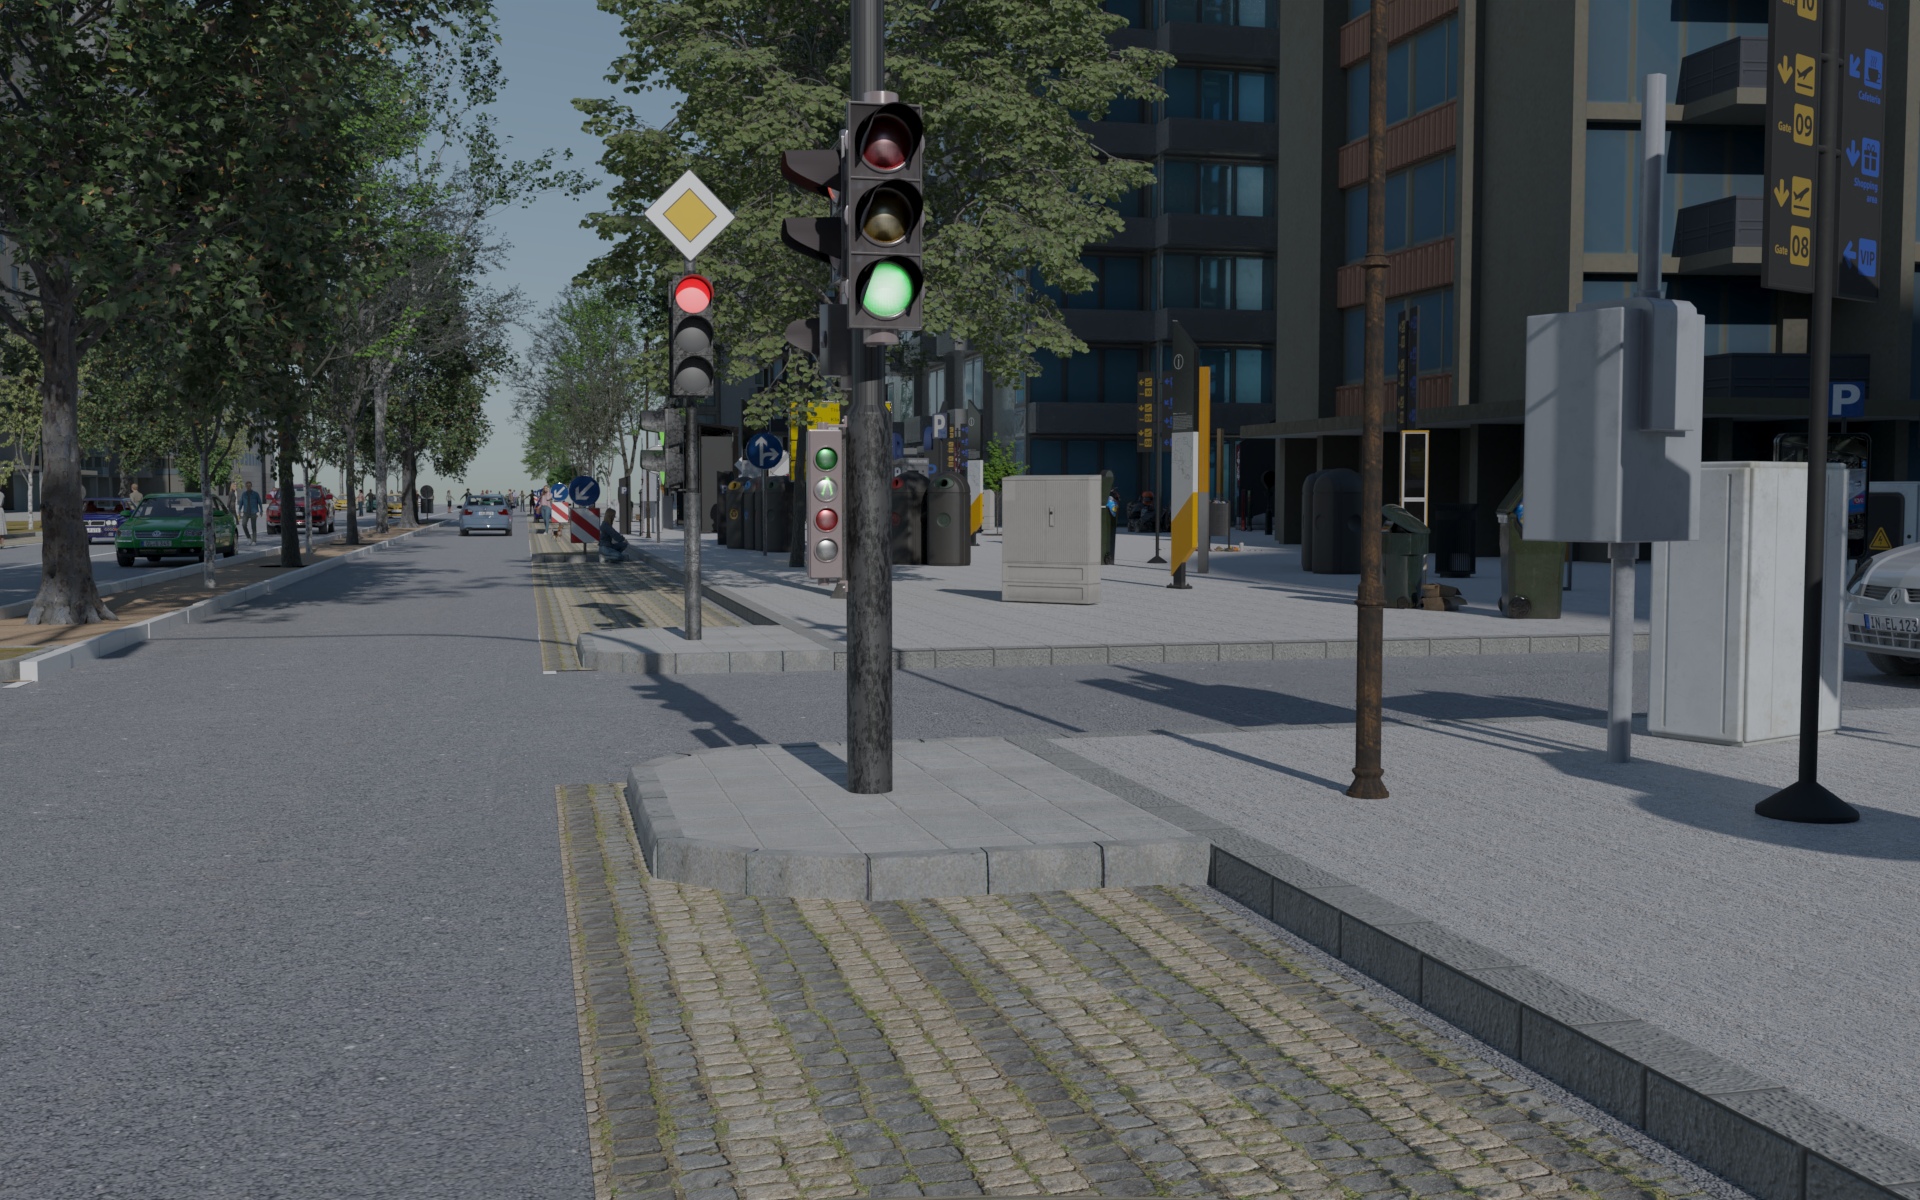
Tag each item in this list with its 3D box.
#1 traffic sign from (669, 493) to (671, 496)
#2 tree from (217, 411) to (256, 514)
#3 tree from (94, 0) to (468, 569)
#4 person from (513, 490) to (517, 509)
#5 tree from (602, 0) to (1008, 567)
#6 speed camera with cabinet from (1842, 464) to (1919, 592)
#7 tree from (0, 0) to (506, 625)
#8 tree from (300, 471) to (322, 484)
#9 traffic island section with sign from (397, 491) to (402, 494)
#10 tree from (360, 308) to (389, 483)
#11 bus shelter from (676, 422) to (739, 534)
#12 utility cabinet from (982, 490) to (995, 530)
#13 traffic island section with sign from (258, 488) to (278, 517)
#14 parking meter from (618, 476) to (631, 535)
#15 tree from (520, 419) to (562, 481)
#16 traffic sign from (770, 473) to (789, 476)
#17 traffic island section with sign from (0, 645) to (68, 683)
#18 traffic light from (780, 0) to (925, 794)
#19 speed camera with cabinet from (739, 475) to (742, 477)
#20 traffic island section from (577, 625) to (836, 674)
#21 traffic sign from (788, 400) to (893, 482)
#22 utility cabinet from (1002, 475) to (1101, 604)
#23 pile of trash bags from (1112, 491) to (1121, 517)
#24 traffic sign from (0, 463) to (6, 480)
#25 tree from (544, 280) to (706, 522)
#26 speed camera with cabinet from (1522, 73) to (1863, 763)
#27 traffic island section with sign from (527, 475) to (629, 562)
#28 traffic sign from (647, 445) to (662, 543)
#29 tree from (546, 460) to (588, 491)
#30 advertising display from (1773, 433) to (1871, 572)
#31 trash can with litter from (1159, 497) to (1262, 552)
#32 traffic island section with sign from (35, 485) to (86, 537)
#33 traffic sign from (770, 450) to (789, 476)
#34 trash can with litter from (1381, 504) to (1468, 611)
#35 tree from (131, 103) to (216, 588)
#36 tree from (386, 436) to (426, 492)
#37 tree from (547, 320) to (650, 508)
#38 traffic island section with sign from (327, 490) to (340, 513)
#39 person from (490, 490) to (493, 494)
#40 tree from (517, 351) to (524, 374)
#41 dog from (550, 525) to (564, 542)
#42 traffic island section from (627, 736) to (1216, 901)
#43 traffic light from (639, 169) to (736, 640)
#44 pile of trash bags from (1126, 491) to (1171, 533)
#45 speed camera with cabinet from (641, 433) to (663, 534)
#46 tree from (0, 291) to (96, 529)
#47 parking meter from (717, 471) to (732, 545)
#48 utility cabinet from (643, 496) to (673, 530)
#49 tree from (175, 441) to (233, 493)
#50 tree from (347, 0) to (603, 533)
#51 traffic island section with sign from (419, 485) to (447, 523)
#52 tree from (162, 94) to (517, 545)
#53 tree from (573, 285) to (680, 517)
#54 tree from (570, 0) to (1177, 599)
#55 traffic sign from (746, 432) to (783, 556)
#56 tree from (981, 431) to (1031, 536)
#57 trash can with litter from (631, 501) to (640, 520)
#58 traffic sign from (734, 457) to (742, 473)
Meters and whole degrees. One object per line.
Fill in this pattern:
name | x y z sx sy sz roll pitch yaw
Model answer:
traffic sign | -15.080 -5.501 90.040 0.768 2.556 0.104 -1 4 -9
tree | -47.148 -9.890 112.066 4.737 8.622 4.395 0 3 0
tree | -13.147 -6.436 33.434 9.928 11.665 9.643 0 3 0
person | -43.470 -9.809 168.742 0.599 1.838 0.709 2 4 25
tree | -2.546 -5.861 30.248 7.601 10.594 8.767 -2 4 -25
speed camera with cabinet | 12.853 -1.741 22.799 0.660 3.252 2.038 -2 4 -30
tree | -9.911 -6.076 18.801 9.611 12.733 9.660 0 3 0
tree | -53.719 -9.121 143.723 1.663 3.219 1.824 0 3 0
traffic island section with sign | -69.317 -12.591 214.487 1.989 1.847 2.006 -1 4 -14
tree | -15.315 -5.360 40.461 4.360 8.622 3.978 0 3 0
bus shelter | -8.655 -4.142 59.000 1.731 3.624 6.357 -1 4 -14
utility cabinet | 0.690 -3.268 62.108 1.173 1.500 0.318 3 4 38
traffic island section with sign | -42.481 -6.060 107.705 1.989 1.847 2.006 -1 4 -14
parking meter | -10.601 -2.997 54.713 0.399 1.863 0.255 0 4 -6
tree | -55.429 -19.298 233.652 7.486 12.596 7.792 0 3 0
traffic sign | -6.029 -3.482 56.936 0.884 2.594 0.081 -1 4 -11
traffic island section with sign | -8.270 -0.324 13.428 2.006 1.907 1.989 -1 4 -14
traffic light | -2.429 -1.962 6.748 4.771 5.953 1.251 -1 4 -14
speed camera with cabinet | -10.839 -5.452 83.481 0.660 3.252 2.038 -2 4 -31
traffic island section | -2.327 0.429 15.264 2.009 0.180 2.903 -1 4 -14
traffic sign | -2.596 -2.682 37.717 2.265 3.308 0.079 -1 4 -11
utility cabinet | 1.059 -0.709 20.274 1.173 1.500 0.318 2 4 33
pile of trash bags | 3.573 -2.898 57.140 3.447 1.369 1.912 0 4 6
traffic sign | -37.403 -4.102 67.174 0.768 2.556 0.104 -1 4 -12
tree | -15.236 -9.410 79.612 9.928 11.665 9.643 0 3 0
speed camera with cabinet | 3.739 -0.886 8.826 2.038 3.252 0.660 -2 4 -35
traffic island section with sign | -8.169 -1.741 37.092 1.989 1.847 2.006 -1 4 -14
traffic sign | -7.889 -2.761 45.246 0.768 2.556 0.104 -1 4 -13
tree | -42.176 -12.224 183.581 4.285 4.588 4.351 0 3 0
advertising display | 9.123 -0.805 18.378 0.974 1.923 0.123 0 4 0
trash can with litter | 5.570 -1.717 39.131 2.233 1.210 1.678 3 4 38
traffic island section with sign | -30.294 -3.093 59.205 1.989 1.847 2.006 -1 4 -14
traffic sign | -5.187 -3.044 49.868 0.768 2.556 0.104 -1 4 -10
trash can with litter | 5.165 -0.487 19.344 0.624 1.170 1.055 -3 5 -44
tree | -11.334 -4.467 25.861 4.360 8.622 3.978 0 3 0
tree | -76.927 -18.539 237.524 7.601 10.594 8.767 -2 4 -32
tree | -14.983 -7.472 72.522 4.360 8.622 3.978 0 3 0
traffic island section with sign | -49.064 -7.661 133.881 1.989 1.847 2.006 -1 4 -14
person | -51.363 -11.072 189.401 0.599 1.838 0.709 0 4 3
tree | -23.241 -9.359 72.486 9.611 12.733 9.660 0 3 0
dog | -12.096 -1.999 51.975 0.540 0.507 0.406 0 4 6
traffic island section | -0.380 0.903 7.519 2.009 0.180 2.903 -1 4 -14
traffic light | -2.368 -1.604 15.140 0.839 4.253 0.868 -1 4 -14
pile of trash bags | 6.584 -2.999 58.792 1.912 1.369 3.447 0 4 -4
speed camera with cabinet | -10.095 -3.822 56.827 0.660 3.252 2.038 0 4 -7
tree | -33.814 -6.888 62.979 4.737 8.622 4.395 0 3 0
parking meter | -5.920 -2.321 43.661 0.399 1.863 0.255 -1 4 -11
utility cabinet | -10.851 -3.127 62.291 1.020 1.237 0.306 -1 4 -22
tree | -41.876 -6.872 96.070 4.285 4.588 4.351 0 3 0
tree | -19.527 -12.429 61.566 12.611 20.169 13.585 0 3 0
traffic island section with sign | -26.599 -4.781 86.305 2.006 1.907 1.989 -1 4 -14
tree | -17.139 -8.291 48.380 12.009 13.543 11.850 0 3 0
tree | -21.251 -11.518 98.683 12.009 13.543 11.850 0 3 0
tree | -0.971 -6.303 21.183 7.486 12.596 7.792 0 3 0
traffic sign | -4.051 -2.191 35.936 0.768 2.556 0.104 0 4 -8
tree | 1.075 -3.614 53.695 1.663 3.219 1.824 0 3 0
trash can with litter | -16.052 -4.503 85.006 1.055 1.170 0.624 0 4 -5
traffic sign | -5.445 -2.668 44.807 0.795 2.450 0.064 -1 4 -9
